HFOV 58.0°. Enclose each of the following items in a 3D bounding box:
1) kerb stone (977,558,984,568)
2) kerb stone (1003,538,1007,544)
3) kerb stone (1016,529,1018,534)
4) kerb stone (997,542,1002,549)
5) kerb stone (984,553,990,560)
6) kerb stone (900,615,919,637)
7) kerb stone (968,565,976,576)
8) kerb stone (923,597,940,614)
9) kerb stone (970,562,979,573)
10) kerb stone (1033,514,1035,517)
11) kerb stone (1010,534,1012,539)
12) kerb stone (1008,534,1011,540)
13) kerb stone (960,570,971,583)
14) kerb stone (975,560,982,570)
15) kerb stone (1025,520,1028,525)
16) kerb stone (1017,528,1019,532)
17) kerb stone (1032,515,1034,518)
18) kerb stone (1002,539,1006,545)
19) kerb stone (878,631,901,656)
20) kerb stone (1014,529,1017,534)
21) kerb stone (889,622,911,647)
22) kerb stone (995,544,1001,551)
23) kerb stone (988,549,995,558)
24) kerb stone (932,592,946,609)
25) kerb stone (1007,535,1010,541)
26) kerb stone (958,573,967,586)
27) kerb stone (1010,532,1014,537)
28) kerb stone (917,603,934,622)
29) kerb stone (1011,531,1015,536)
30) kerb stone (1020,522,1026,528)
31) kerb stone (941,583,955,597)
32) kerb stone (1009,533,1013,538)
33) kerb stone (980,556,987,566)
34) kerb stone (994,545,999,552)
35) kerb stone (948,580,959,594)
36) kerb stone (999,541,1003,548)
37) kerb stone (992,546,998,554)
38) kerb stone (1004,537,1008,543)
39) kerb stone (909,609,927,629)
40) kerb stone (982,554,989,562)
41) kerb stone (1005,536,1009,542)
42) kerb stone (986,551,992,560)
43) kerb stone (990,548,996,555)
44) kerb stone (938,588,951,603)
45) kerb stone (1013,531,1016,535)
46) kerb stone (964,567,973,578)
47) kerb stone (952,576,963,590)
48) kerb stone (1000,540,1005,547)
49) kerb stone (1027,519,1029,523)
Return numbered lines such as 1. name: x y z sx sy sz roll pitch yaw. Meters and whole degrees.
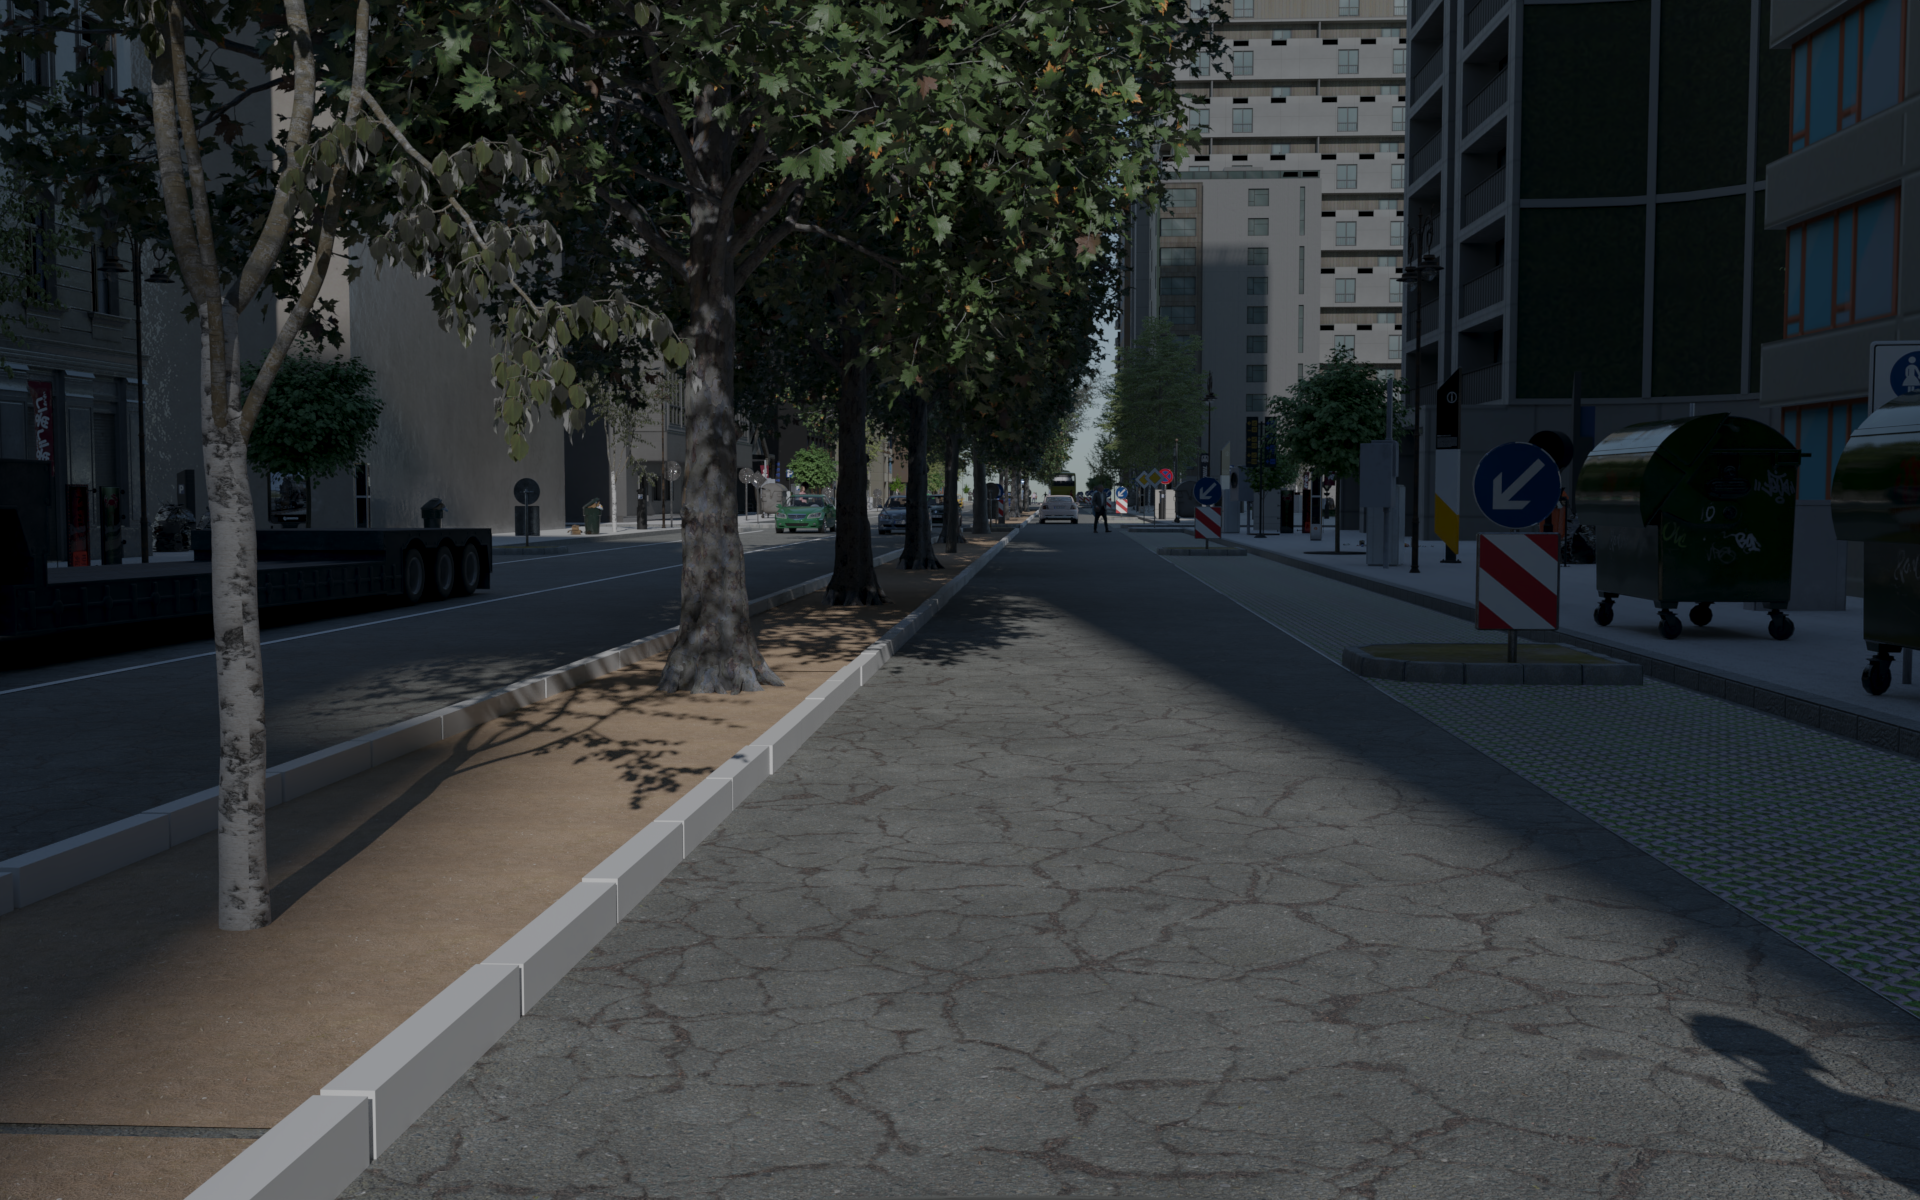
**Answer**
1. kerb stone: 0.331 -0.653 32.930 0.120 0.150 1.000 0 4 3
2. kerb stone: 1.144 -1.530 47.271 0.120 0.150 1.000 0 4 3
3. kerb stone: 1.830 -2.285 59.560 0.120 0.150 1.000 0 4 3
4. kerb stone: 0.912 -1.283 43.168 0.120 0.150 1.000 0 4 3
5. kerb stone: 0.500 -0.843 35.992 0.120 0.150 1.000 0 4 3
6. kerb stone: -0.536 0.285 17.530 0.120 0.150 1.000 0 4 3
7. kerb stone: 0.157 -0.468 29.848 0.120 0.150 1.000 0 4 3
8. kerb stone: -0.367 0.097 20.606 0.120 0.150 1.000 0 4 3
9. kerb stone: 0.208 -0.531 30.880 0.120 0.150 1.000 0 4 3
10. kerb stone: 4.062 -4.696 98.976 0.120 0.150 1.000 0 4 3
11. kerb stone: 1.431 -1.848 52.405 0.120 0.150 1.000 0 4 3
12. kerb stone: 1.376 -1.785 51.377 0.120 0.150 1.000 0 4 3
13. kerb stone: 0.050 -0.338 27.792 0.120 0.150 1.000 0 4 3
14. kerb stone: 0.269 -0.594 31.905 0.120 0.150 1.000 0 4 3
15. kerb stone: 2.901 -3.445 78.529 0.120 0.150 1.000 0 4 3
16. kerb stone: 1.952 -2.411 61.612 0.120 0.150 1.000 0 4 3
17. kerb stone: 3.889 -4.508 95.907 0.120 0.150 1.000 0 4 3
18. kerb stone: 1.089 -1.471 46.250 0.120 0.150 1.000 0 4 3
19. kerb stone: -0.653 0.414 15.486 0.120 0.150 1.000 0 4 3
20. kerb stone: 1.778 -2.223 58.535 0.120 0.150 1.000 0 4 3
21. kerb stone: -0.595 0.348 16.510 0.120 0.150 1.000 0 4 3
22. kerb stone: 0.855 -1.220 42.144 0.120 0.150 1.000 0 4 3
23. kerb stone: 0.625 -0.965 38.042 0.120 0.150 1.000 0 4 3
24. kerb stone: -0.301 0.036 21.631 0.120 0.150 1.000 0 4 3
25. kerb stone: 1.311 -1.722 50.354 0.120 0.150 1.000 0 4 3
26. kerb stone: -0.017 -0.278 26.766 0.120 0.150 1.000 0 4 3
27. kerb stone: 1.547 -1.973 54.446 0.120 0.150 1.000 0 4 3
28. kerb stone: -0.418 0.164 19.579 0.120 0.150 1.000 0 4 3
29. kerb stone: 1.607 -2.029 55.473 0.120 0.150 1.000 0 4 3
30. kerb stone: 2.616 -3.132 73.411 0.120 0.150 1.000 0 4 3
31. kerb stone: -0.199 -0.091 23.685 0.120 0.150 1.000 0 4 3
32. kerb stone: 1.493 -1.910 53.425 0.120 0.150 1.000 0 4 3
33. kerb stone: 0.390 -0.719 33.950 0.120 0.150 1.000 0 4 3
34. kerb stone: 0.792 -1.157 41.116 0.120 0.150 1.000 0 4 3
35. kerb stone: -0.136 -0.153 24.707 0.120 0.150 1.000 0 4 3
36. kerb stone: 0.968 -1.346 44.203 0.120 0.150 1.000 0 4 3
37. kerb stone: 0.739 -1.091 40.084 0.120 0.150 1.000 0 4 3
38. kerb stone: 1.198 -1.595 48.303 0.120 0.150 1.000 0 4 3
39. kerb stone: -0.481 0.229 18.559 0.120 0.150 1.000 0 4 3
40. kerb stone: 0.449 -0.775 34.971 0.120 0.150 1.000 0 4 3
41. kerb stone: 1.258 -1.660 49.330 0.120 0.150 1.000 0 4 3
42. kerb stone: 0.554 -0.905 37.022 0.120 0.150 1.000 0 4 3
43. kerb stone: 0.680 -1.032 39.064 0.120 0.150 1.000 0 4 3
44. kerb stone: -0.242 -0.028 22.654 0.120 0.150 1.000 0 4 3
45. kerb stone: 1.662 -2.096 56.494 0.120 0.150 1.000 0 4 3
46. kerb stone: 0.094 -0.404 28.828 0.120 0.150 1.000 0 4 3
47. kerb stone: -0.074 -0.214 25.731 0.120 0.150 1.000 0 4 3
48. kerb stone: 1.029 -1.408 45.223 0.120 0.150 1.000 0 4 3
49. kerb stone: 3.015 -3.570 80.570 0.120 0.150 1.000 0 4 3
